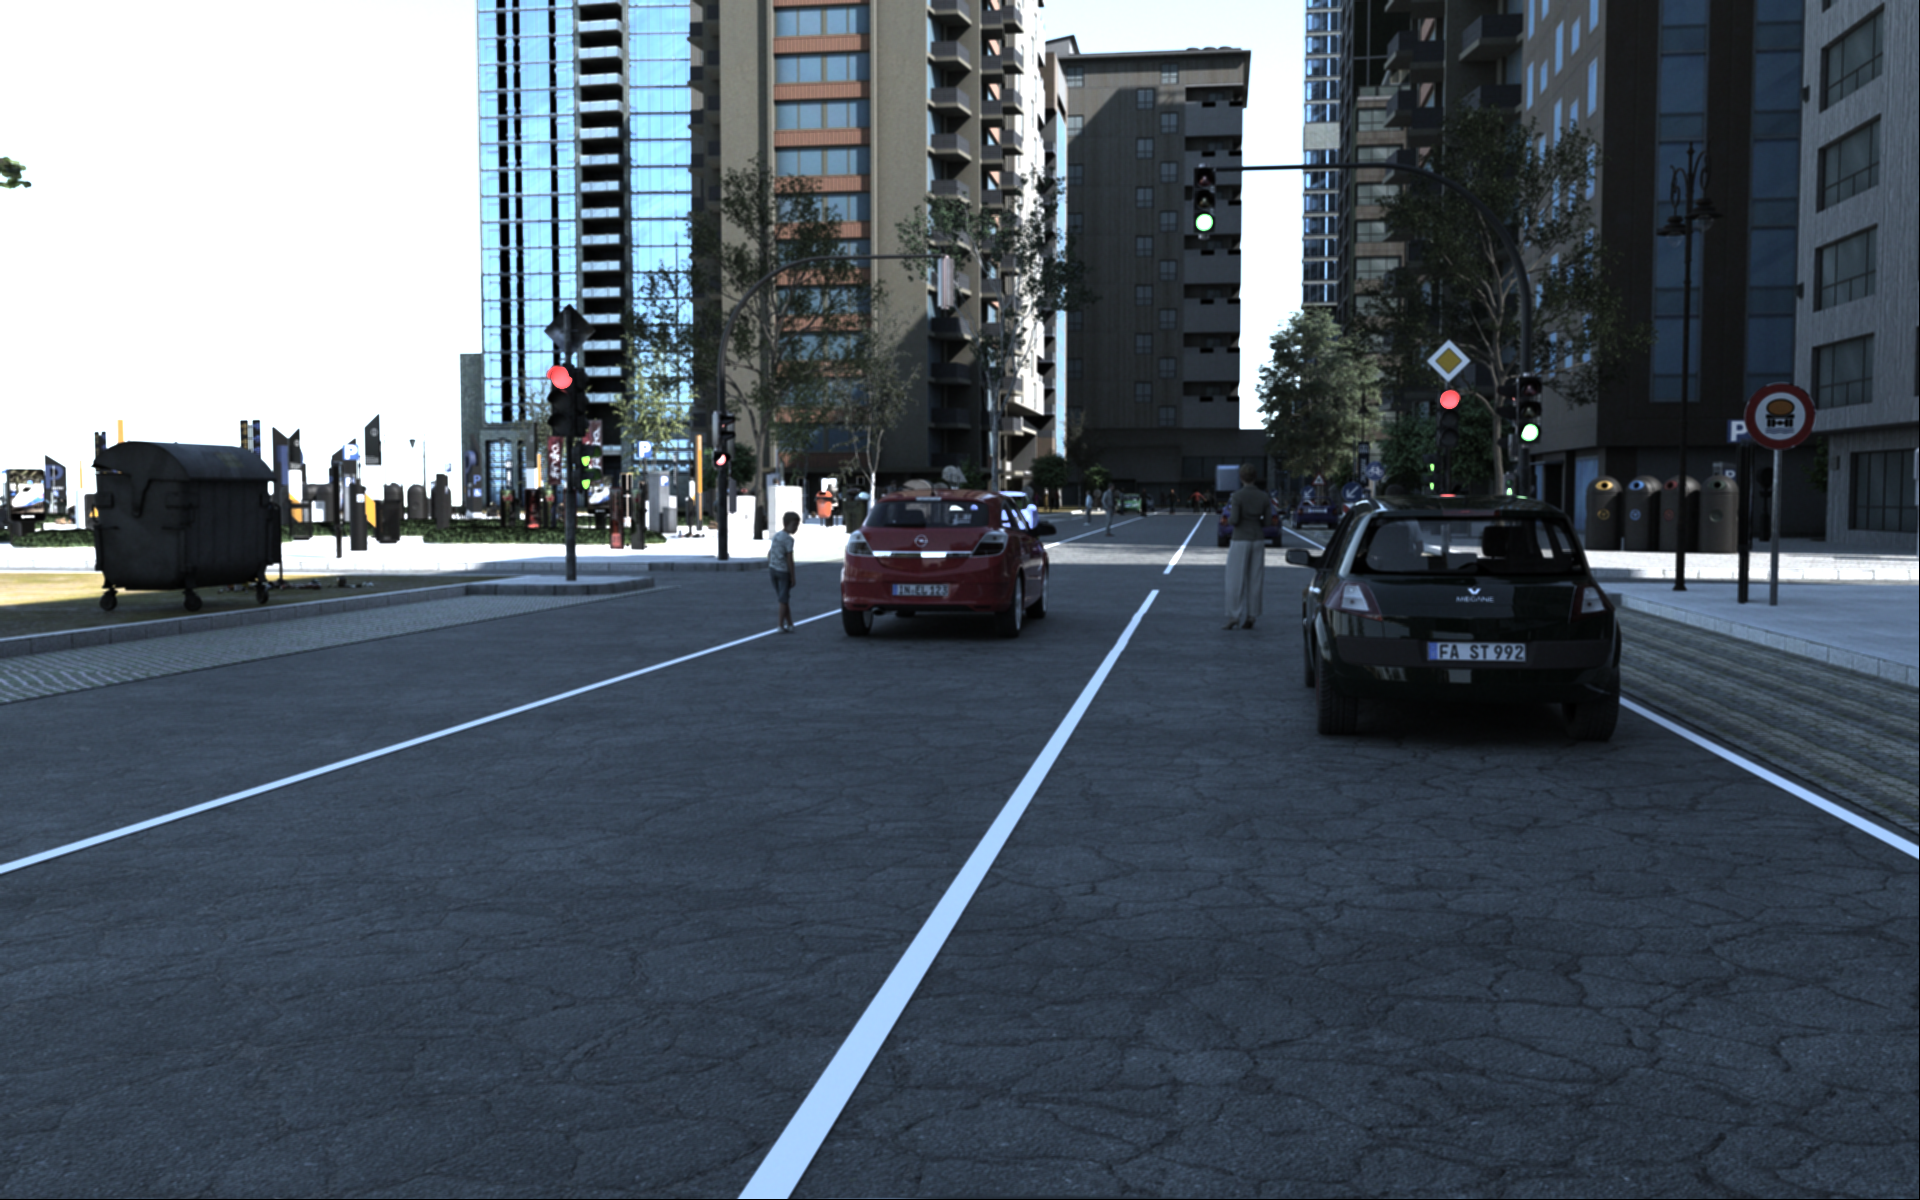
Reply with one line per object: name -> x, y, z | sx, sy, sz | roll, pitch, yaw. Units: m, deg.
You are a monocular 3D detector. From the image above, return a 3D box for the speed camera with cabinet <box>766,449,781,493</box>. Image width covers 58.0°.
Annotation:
speed camera with cabinet -> -8.238, -5.035, 76.653 | 0.660, 3.252, 2.038 | 0, 4, -3

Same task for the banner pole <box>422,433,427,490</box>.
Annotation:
banner pole -> -22.173, -4.997, 71.710 | 0.401, 3.779, 0.863 | -2, 4, -26

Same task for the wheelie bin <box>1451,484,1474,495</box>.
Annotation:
wheelie bin -> 16.247, -2.952, 56.169 | 0.980, 1.594, 0.693 | -3, 4, -37

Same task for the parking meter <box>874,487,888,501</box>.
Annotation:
parking meter -> -2.609, -3.037, 58.061 | 0.372, 1.533, 0.369 | 0, 3, 0

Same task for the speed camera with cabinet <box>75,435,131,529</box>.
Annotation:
speed camera with cabinet -> -28.315, -3.874, 57.676 | 2.038, 3.252, 0.660 | -3, 5, -41

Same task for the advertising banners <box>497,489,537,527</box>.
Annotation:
advertising banners -> -12.821, -3.402, 51.810 | 2.074, 3.025, 0.090 | -2, 4, -31

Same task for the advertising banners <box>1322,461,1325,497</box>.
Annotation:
advertising banners -> 19.616, -5.947, 93.425 | 0.090, 3.025, 2.074 | 1, 4, 15

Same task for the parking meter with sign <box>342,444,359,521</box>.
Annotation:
parking meter with sign -> -21.695, -3.993, 61.541 | 0.543, 3.016, 1.738 | -2, 4, -24

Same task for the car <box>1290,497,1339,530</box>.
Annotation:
car -> 14.507, -3.559, 70.766 | 1.945, 1.354, 3.894 | 1, 4, 8

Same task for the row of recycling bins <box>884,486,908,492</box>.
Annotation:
row of recycling bins -> -2.323, -4.744, 84.682 | 3.534, 1.692, 1.069 | -3, 5, -40

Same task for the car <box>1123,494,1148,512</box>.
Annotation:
car -> 13.769, -7.623, 136.426 | 2.131, 1.459, 4.920 | 1, 4, 8

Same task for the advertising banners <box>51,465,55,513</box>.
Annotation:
advertising banners -> -55.704, -6.739, 106.367 | 0.090, 3.025, 2.074 | -2, 4, -33

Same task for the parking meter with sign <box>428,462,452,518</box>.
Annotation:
parking meter with sign -> -28.668, -6.032, 94.882 | 0.543, 3.016, 1.738 | 2, 4, 30

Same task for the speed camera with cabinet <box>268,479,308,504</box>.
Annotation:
speed camera with cabinet -> -31.359, -5.265, 80.426 | 0.660, 3.252, 2.038 | 3, 4, 37

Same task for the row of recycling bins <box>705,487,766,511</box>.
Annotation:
row of recycling bins -> -12.696, -5.545, 97.772 | 3.534, 1.692, 1.069 | -2, 4, -27

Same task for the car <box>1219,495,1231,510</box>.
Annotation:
car -> 10.160, -3.172, 61.451 | 1.945, 1.707, 3.694 | 0, 4, 7

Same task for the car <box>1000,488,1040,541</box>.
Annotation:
car -> 1.338, -2.550, 51.280 | 1.945, 1.707, 3.694 | 1, 4, 10

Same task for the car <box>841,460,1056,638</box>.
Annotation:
car -> -0.068, -0.602, 18.877 | 2.155, 1.783, 4.494 | 1, 4, 8

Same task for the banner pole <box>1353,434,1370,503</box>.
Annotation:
banner pole -> 16.784, -5.062, 72.776 | 0.863, 3.779, 0.401 | 0, 4, 6

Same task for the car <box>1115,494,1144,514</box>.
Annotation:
car -> 12.672, -7.161, 128.873 | 2.131, 1.459, 4.920 | 1, 4, 10

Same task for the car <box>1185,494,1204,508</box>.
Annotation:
car -> 24.385, -10.252, 179.416 | 2.131, 1.459, 4.920 | 1, 4, 9

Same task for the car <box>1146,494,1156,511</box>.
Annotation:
car -> 15.918, -8.422, 149.699 | 2.014, 1.417, 4.499 | 0, 4, 8

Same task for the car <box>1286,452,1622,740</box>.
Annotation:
car -> 3.202, -0.109, 11.568 | 2.009, 1.686, 4.222 | 1, 4, 10

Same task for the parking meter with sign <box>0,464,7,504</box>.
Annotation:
parking meter with sign -> -55.370, -6.398, 100.875 | 1.738, 3.016, 0.543 | 3, 4, 36

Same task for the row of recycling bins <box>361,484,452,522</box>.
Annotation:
row of recycling bins -> -22.105, -3.796, 69.180 | 3.534, 1.692, 1.069 | -1, 4, -9

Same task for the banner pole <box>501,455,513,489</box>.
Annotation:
banner pole -> -28.918, -7.367, 110.463 | 0.863, 3.779, 0.401 | -1, 4, -20

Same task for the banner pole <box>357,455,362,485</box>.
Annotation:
banner pole -> -33.619, -6.533, 96.830 | 0.401, 3.779, 0.863 | 0, 4, 5

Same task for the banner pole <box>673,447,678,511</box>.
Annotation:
banner pole -> -15.230, -6.285, 92.773 | 0.401, 3.779, 0.863 | 0, 4, 8

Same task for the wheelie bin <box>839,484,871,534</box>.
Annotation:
wheelie bin -> -3.334, -2.938, 55.952 | 0.980, 1.594, 0.693 | 1, 4, 19

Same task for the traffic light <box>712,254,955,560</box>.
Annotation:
traffic light -> -2.499, -3.581, 33.212 | 4.771, 5.953, 1.251 | 1, 4, 8

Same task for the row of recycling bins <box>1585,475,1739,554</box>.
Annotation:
row of recycling bins -> 15.599, -1.925, 38.592 | 1.069, 1.692, 3.534 | -3, 5, -39

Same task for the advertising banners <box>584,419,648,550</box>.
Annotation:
advertising banners -> -7.950, -2.688, 40.142 | 2.074, 3.025, 0.090 | 3, 5, 40

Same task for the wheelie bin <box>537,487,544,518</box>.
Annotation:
wheelie bin -> -18.284, -4.095, 74.854 | 0.693, 1.594, 0.980 | 3, 4, 39

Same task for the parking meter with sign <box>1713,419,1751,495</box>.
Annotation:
parking meter with sign -> 18.272, -2.754, 41.284 | 0.543, 3.016, 1.738 | 0, 4, 8

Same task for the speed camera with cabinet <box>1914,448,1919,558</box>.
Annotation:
speed camera with cabinet -> 19.142, -2.420, 33.897 | 0.660, 3.252, 2.038 | 1, 4, 23

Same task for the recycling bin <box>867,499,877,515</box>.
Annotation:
recycling bin -> -4.010, -4.078, 79.231 | 0.722, 1.027, 0.722 | -3, 4, -37

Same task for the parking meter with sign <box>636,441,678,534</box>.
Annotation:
parking meter with sign -> -9.852, -3.690, 56.584 | 0.543, 3.016, 1.738 | -3, 5, -43

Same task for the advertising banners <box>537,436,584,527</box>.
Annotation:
advertising banners -> -10.965, -3.203, 48.555 | 0.090, 3.025, 2.074 | 2, 4, 35

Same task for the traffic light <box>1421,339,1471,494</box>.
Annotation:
traffic light -> 8.836, -2.605, 31.513 | 0.839, 4.253, 0.868 | 1, 4, 8

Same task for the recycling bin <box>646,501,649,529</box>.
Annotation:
recycling bin -> -11.472, -3.158, 64.181 | 0.722, 1.027, 0.722 | 0, 4, -5

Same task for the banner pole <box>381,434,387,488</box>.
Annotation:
banner pole -> -23.899, -4.984, 71.511 | 0.401, 3.779, 0.863 | 2, 4, 29

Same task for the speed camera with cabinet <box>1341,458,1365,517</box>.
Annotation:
speed camera with cabinet -> 21.256, -6.066, 93.521 | 0.660, 3.252, 2.038 | 2, 4, 34

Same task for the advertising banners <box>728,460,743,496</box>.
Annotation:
advertising banners -> -10.950, -5.395, 84.390 | 0.090, 3.025, 2.074 | 1, 4, 13

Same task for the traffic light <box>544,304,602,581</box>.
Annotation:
traffic light -> -5.755, -2.242, 25.585 | 0.839, 4.253, 0.868 | 1, 4, 8

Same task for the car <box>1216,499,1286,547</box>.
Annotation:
car -> 8.051, -2.166, 47.989 | 1.945, 1.354, 3.894 | 1, 4, 10

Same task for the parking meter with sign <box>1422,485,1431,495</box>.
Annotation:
parking meter with sign -> 17.765, -4.278, 66.212 | 1.738, 3.016, 0.543 | -3, 4, -36

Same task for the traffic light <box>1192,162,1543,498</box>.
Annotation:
traffic light -> 5.579, -3.004, 23.780 | 4.771, 5.953, 1.251 | 1, 4, 8

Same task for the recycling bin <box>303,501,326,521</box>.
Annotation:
recycling bin -> -23.235, -3.042, 62.289 | 0.722, 1.027, 0.722 | -2, 4, -26

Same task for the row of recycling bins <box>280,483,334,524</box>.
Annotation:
row of recycling bins -> -24.570, -3.565, 65.404 | 3.534, 1.692, 1.069 | 3, 5, 41
